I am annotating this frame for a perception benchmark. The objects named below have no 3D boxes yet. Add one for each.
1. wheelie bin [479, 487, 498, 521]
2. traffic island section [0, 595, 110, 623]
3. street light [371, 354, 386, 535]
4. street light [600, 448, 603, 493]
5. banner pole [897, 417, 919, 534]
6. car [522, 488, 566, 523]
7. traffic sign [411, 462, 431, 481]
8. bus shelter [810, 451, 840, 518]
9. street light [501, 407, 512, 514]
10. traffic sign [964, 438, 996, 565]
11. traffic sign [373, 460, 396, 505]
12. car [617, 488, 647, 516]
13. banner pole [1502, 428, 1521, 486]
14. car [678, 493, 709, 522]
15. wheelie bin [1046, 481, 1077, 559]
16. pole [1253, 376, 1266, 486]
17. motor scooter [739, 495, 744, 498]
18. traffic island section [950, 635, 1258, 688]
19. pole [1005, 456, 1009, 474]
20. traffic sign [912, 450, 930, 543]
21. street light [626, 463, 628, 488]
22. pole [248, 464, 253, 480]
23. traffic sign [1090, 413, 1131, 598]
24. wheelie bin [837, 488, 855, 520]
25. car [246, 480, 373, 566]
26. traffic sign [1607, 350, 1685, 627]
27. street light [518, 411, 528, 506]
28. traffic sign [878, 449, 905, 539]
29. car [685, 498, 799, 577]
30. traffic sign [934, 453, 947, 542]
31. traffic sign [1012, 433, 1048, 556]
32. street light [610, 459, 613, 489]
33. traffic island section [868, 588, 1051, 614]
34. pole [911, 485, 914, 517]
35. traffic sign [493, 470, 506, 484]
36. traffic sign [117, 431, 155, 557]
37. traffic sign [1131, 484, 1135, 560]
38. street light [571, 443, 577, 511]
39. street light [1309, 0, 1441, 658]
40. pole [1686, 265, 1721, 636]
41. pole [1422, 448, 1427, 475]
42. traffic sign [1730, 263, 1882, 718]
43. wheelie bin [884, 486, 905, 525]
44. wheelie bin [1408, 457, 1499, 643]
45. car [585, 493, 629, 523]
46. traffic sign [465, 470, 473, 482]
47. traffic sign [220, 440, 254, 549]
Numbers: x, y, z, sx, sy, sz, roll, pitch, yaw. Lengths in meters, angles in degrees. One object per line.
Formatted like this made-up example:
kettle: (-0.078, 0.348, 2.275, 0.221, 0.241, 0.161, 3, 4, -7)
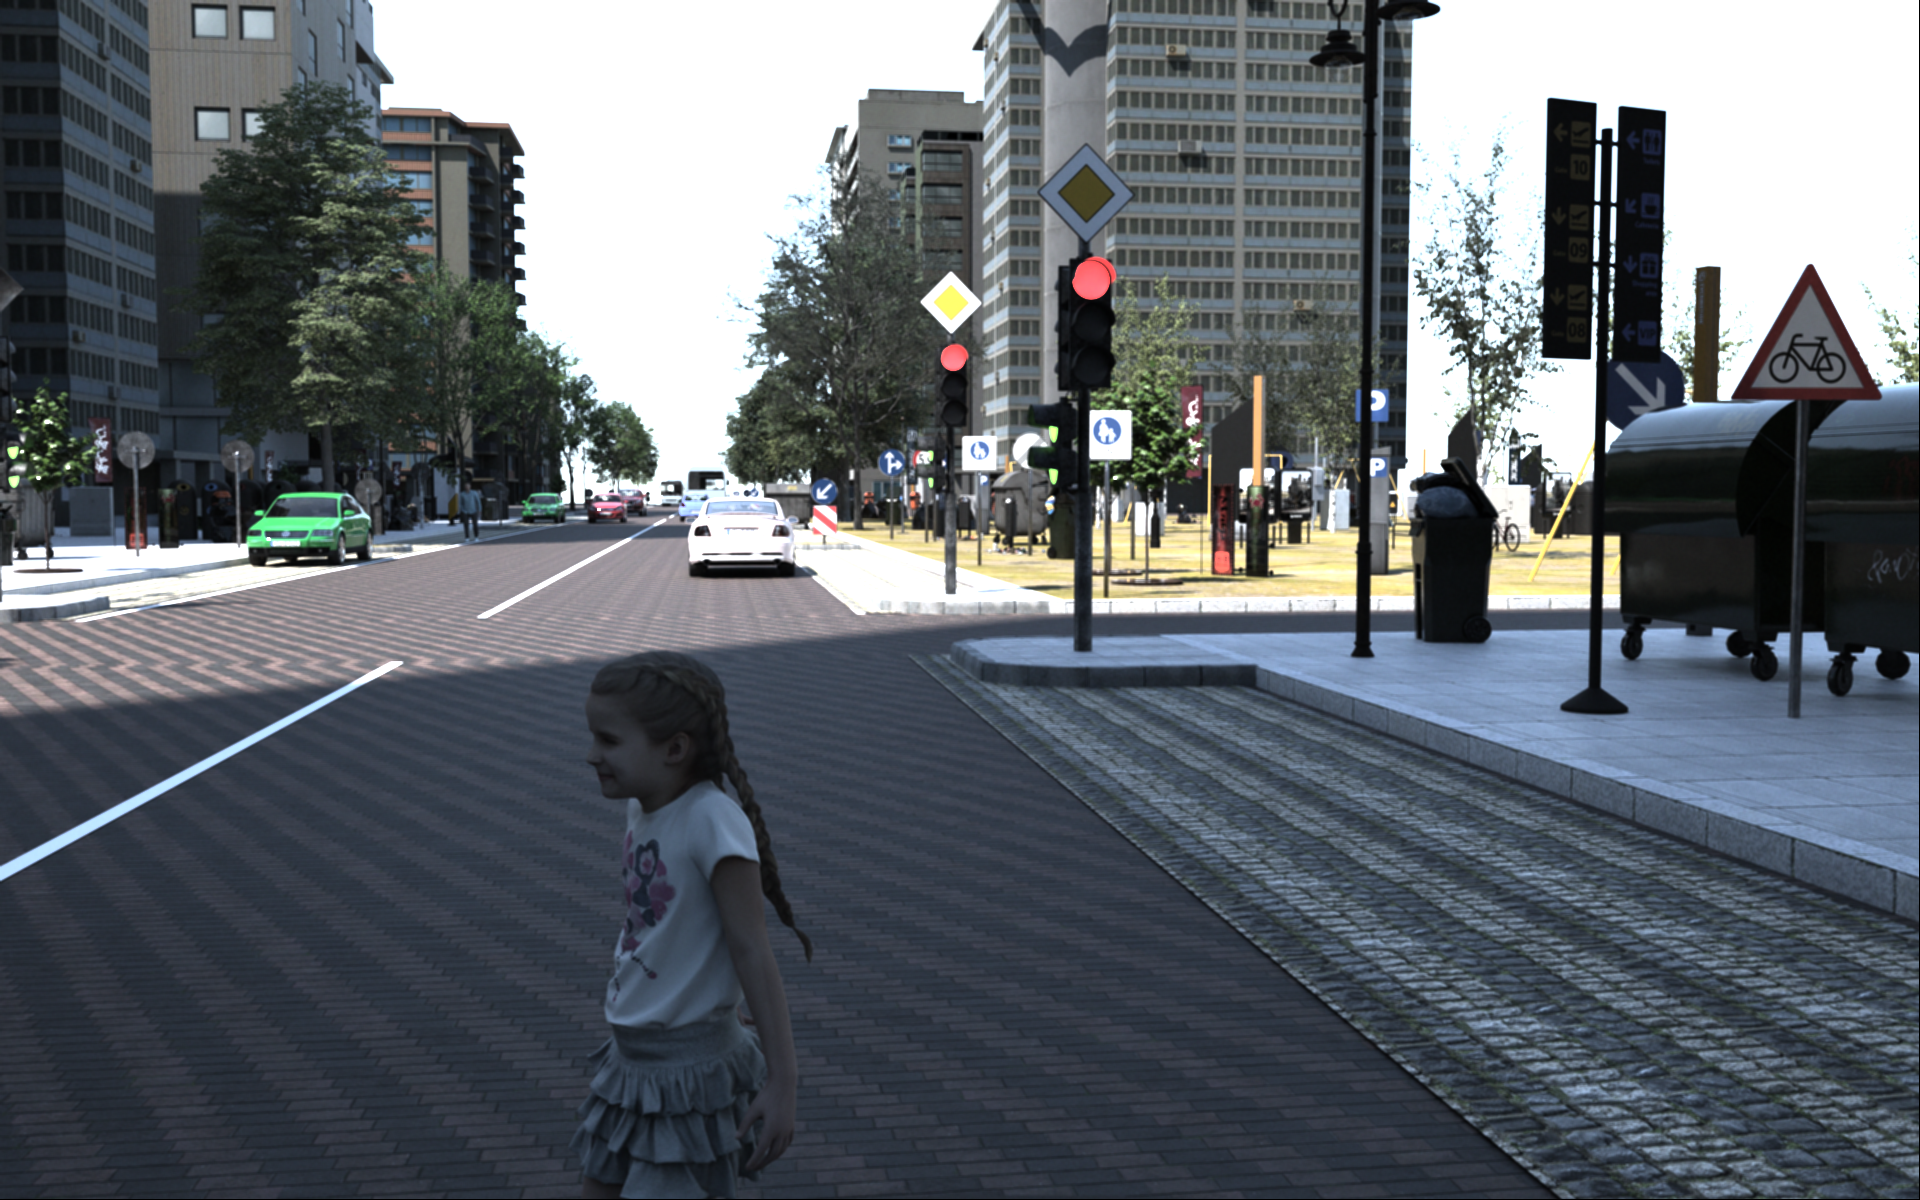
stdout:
wheelie bin: (-22.304, -4.523, 81.862, 0.980, 1.594, 0.693, -3, 5, -41)
traffic island section: (-11.425, 0.110, 20.485, 2.009, 0.180, 2.903, 0, 4, -8)
street light: (-18.283, -5.008, 54.673, 0.468, 5.910, 1.993, 0, 4, -8)
street light: (-34.042, -11.733, 164.620, 0.468, 5.910, 1.993, 0, 4, -8)
banner pole: (-1.681, -4.059, 56.383, 0.863, 3.779, 0.401, -3, 5, -39)
car: (-20.486, -4.678, 85.288, 1.959, 1.807, 4.718, 0, 4, -8)
traffic sign: (-21.411, -4.202, 68.800, 0.768, 2.556, 0.104, 0, 4, -7)
bus shelter: (-7.138, -6.058, 90.331, 1.731, 3.624, 6.357, -1, 4, -8)
street light: (-23.303, -7.109, 89.026, 0.468, 5.910, 1.993, 0, 4, -8)
traffic sign: (0.351, -1.769, 31.056, 0.606, 2.300, 0.079, 0, 4, -4)
traffic sign: (-22.092, -4.066, 66.483, 0.884, 2.594, 0.081, 0, 4, -6)
car: (-21.553, -6.378, 112.956, 2.281, 1.827, 5.304, 0, 4, -7)
banner pole: (20.734, -4.606, 65.326, 0.863, 3.779, 0.401, 1, 4, 14)
car: (-13.972, -5.027, 91.777, 1.945, 1.707, 3.694, 0, 4, -8)
wheelie bin: (2.172, -1.611, 34.254, 0.980, 1.594, 0.693, -3, 4, -38)
pole: (5.172, -2.209, 29.962, 0.158, 3.312, 0.155, 0, 3, 0)
motor scooter: (-27.422, -12.499, 217.132, 0.815, 1.314, 1.986, -1, 4, -10)
traffic island section: (1.029, 0.495, 14.181, 2.009, 0.180, 2.903, 0, 4, -8)
pole: (2.499, -6.015, 92.183, 0.158, 3.312, 0.155, 0, 3, 0)
traffic sign: (-0.881, -2.793, 45.772, 0.768, 2.556, 0.104, 0, 4, -6)
street light: (-40.963, -14.703, 213.184, 0.468, 5.910, 1.993, 0, 4, -8)
pole: (-32.329, -5.206, 78.958, 0.158, 3.312, 0.155, 0, 3, 0)
traffic sign: (1.811, -1.179, 21.400, 0.606, 2.300, 0.079, 0, 4, 1)
wheelie bin: (-5.614, -4.710, 84.910, 0.980, 1.594, 0.693, -2, 4, -29)
car: (-13.388, -1.652, 35.808, 1.959, 1.807, 4.718, 0, 4, -8)
traffic sign: (5.845, -0.909, 14.962, 0.768, 2.556, 0.104, 0, 4, -2)
street light: (-24.258, -7.558, 96.362, 0.468, 5.910, 1.993, 0, 4, -8)
traffic sign: (-1.927, -2.985, 48.904, 0.768, 2.556, 0.104, 0, 4, -5)
car: (-3.970, -1.174, 31.556, 2.083, 1.381, 4.827, 0, 4, -7)
traffic sign: (-0.674, -2.854, 46.774, 0.768, 2.556, 0.104, 0, 4, -1)
traffic sign: (1.460, -2.196, 36.006, 0.768, 2.556, 0.104, 0, 4, 0)
street light: (-36.017, -12.595, 178.719, 0.468, 5.910, 1.993, 0, 4, -8)
traffic island section: (-0.097, 0.012, 22.087, 2.009, 0.180, 2.903, 0, 4, -8)
pole: (-2.664, -6.313, 97.066, 0.158, 3.312, 0.155, 0, 3, 0)
traffic sign: (-24.980, -5.754, 94.089, 0.884, 2.594, 0.081, 0, 4, -6)
traffic sign: (-16.693, -2.140, 35.090, 0.768, 2.556, 0.104, 0, 4, -1)
traffic sign: (3.374, -2.057, 33.744, 0.768, 2.556, 0.104, 0, 4, -4)
street light: (-29.191, -9.668, 130.856, 0.468, 5.910, 1.993, 0, 4, -8)
street light: (3.179, -2.490, 13.496, 0.468, 5.910, 1.993, 0, 4, -8)
pole: (6.706, -1.331, 15.612, 0.158, 3.312, 0.155, 0, 3, 0)
pole: (20.676, -5.096, 77.159, 0.158, 3.312, 0.155, 0, 3, 0)
traffic sign: (4.787, -0.603, 9.865, 0.884, 2.594, 0.081, 0, 4, -5)
wheelie bin: (-2.677, -3.852, 70.881, 0.980, 1.594, 0.693, 2, 4, 24)
wheelie bin: (4.283, -0.441, 15.124, 0.693, 1.594, 0.980, 0, 4, 3)
car: (-17.718, -4.773, 87.080, 2.155, 1.783, 4.494, -1, 4, -9)
traffic sign: (-26.501, -5.672, 92.843, 0.768, 2.556, 0.104, 0, 4, -1)
traffic sign: (-16.964, -2.482, 40.679, 0.768, 2.556, 0.104, 0, 4, -8)
